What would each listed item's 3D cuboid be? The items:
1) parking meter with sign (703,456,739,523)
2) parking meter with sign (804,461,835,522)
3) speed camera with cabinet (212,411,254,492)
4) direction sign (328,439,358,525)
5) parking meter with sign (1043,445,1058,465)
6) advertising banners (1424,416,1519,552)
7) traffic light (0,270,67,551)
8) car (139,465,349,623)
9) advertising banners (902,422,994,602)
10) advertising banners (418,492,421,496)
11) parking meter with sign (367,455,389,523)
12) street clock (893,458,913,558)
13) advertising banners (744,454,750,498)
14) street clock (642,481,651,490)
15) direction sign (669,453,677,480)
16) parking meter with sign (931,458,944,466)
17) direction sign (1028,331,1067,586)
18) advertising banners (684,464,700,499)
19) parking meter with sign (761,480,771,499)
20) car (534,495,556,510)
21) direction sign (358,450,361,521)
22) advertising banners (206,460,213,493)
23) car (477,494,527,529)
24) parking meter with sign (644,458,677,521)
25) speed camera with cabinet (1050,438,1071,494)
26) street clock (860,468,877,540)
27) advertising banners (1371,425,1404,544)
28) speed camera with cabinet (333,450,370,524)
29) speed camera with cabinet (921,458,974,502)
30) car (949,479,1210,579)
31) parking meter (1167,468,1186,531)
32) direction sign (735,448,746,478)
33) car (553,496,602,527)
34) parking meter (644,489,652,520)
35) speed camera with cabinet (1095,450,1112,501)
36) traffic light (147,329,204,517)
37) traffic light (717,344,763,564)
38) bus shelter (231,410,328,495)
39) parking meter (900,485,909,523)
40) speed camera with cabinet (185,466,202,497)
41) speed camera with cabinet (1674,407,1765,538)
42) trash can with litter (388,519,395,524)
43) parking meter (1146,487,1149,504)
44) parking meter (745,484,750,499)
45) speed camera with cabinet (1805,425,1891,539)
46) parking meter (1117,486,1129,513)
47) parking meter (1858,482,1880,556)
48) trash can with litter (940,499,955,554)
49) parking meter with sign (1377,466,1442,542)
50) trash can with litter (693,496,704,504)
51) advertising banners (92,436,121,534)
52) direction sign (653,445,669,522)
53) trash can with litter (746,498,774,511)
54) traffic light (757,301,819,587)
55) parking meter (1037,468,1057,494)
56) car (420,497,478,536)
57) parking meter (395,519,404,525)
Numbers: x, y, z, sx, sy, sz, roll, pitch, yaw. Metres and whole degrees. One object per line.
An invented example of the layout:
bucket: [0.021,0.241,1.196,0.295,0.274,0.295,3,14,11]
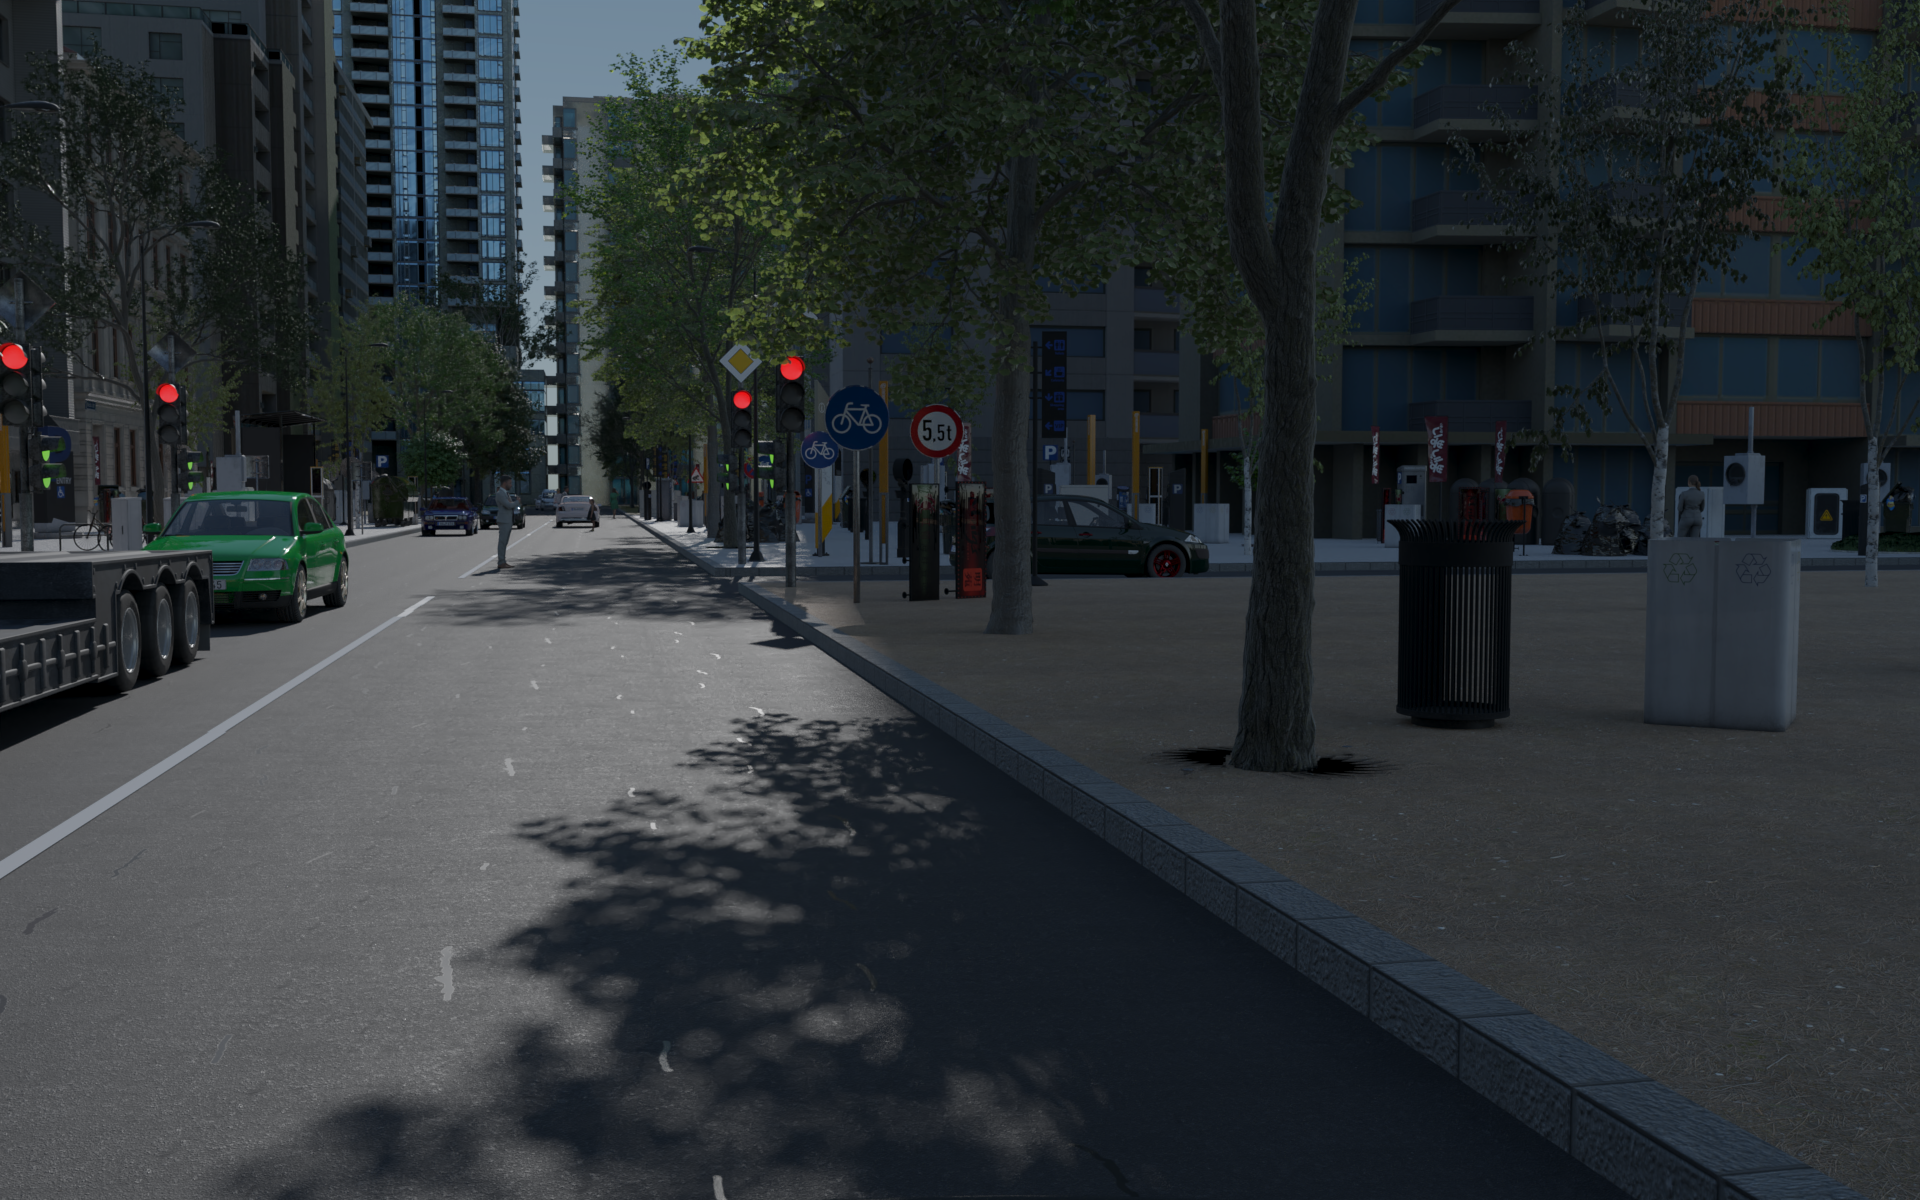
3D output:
parking meter with sign: [-10.717,-5.042,78.695,1.738,3.016,0.543,-2,4,-26]
parking meter with sign: [-6.505,-5.174,80.858,1.738,3.016,0.543,3,5,44]
speed camera with cabinet: [-17.478,-2.901,41.760,0.660,3.252,2.038,-1,4,-14]
direction sign: [-25.566,-4.878,71.759,0.876,3.537,0.379,-2,4,-30]
parking meter with sign: [3.184,-3.934,60.576,0.543,3.016,1.738,0,4,1]
advertising banners: [11.375,-2.590,38.530,2.074,3.025,0.090,1,4,13]
traffic light: [-11.752,-2.010,21.778,0.839,4.253,0.868,-1,4,-12]
car: [-8.458,-0.718,20.538,1.959,1.807,4.718,-1,4,-10]
advertising banners: [0.111,-1.531,21.218,2.074,3.025,0.090,-3,5,-41]
advertising banners: [-30.981,-6.417,101.102,2.074,3.025,0.090,1,4,16]
parking meter with sign: [-25.939,-4.946,77.133,0.543,3.016,1.738,0,4,-2]
street clock: [-1.150,-1.855,34.902,0.358,2.002,0.471,2,4,26]
advertising banners: [-9.319,-4.868,75.778,0.090,3.025,2.074,0,4,-1]
street clock: [-17.662,-5.697,97.723,0.471,2.002,0.358,-3,5,-44]
direction sign: [-15.936,-6.301,95.017,0.876,3.537,0.379,0,4,7]
parking meter with sign: [-1.052,-4.917,76.661,0.543,3.016,1.738,0,4,4]
direction sign: [1.047,-1.968,24.170,0.876,3.537,0.379,0,4,-1]
advertising banners: [-15.578,-6.393,100.708,0.090,3.025,2.074,-2,4,-34]
parking meter with sign: [-10.415,-5.922,93.081,0.543,3.016,1.738,-1,4,-14]
car: [-37.211,-8.767,155.699,2.083,1.381,4.827,-1,4,-13]
direction sign: [-28.289,-5.454,81.172,0.379,3.537,0.876,-2,4,-34]
advertising banners: [-39.028,-5.741,90.048,0.090,3.025,2.074,-2,4,-33]
car: [-18.983,-3.799,71.905,2.009,1.686,4.222,-1,4,-12]
parking meter with sign: [-14.272,-5.335,83.488,1.738,3.016,0.543,0,4,7]
speed camera with cabinet: [2.936,-3.534,52.122,0.660,3.252,2.038,0,4,-1]
street clock: [-2.575,-2.691,48.572,0.471,2.002,0.358,0,4,1]
advertising banners: [11.083,-2.984,44.975,0.090,3.025,2.074,3,4,38]
speed camera with cabinet: [-26.400,-4.887,74.232,2.038,3.252,0.660,1,4,10]
speed camera with cabinet: [-0.161,-3.593,53.076,2.038,3.252,0.660,-1,4,-11]
car: [1.920,-1.113,27.981,4.222,1.686,2.009,-1,4,-11]
parking meter: [4.901,-2.055,39.306,0.399,1.863,0.255,0,4,-1]
direction sign: [-10.882,-5.742,85.876,0.379,3.537,0.876,-3,5,-43]
car: [-16.752,-3.886,75.898,2.083,1.381,4.827,-1,4,-12]
parking meter: [-15.421,-4.716,85.522,0.372,1.533,0.369,0,3,0]
speed camera with cabinet: [5.811,-5.138,78.345,2.038,3.252,0.660,1,4,18]
traffic light: [-13.408,-2.487,29.591,0.839,4.253,0.868,-1,4,-12]
traffic light: [-4.008,-2.610,31.591,0.839,4.253,0.868,-1,4,-12]
bus shelter: [-20.054,-3.670,51.290,1.731,3.624,6.357,-1,4,-12]
parking meter: [-1.218,-1.970,40.625,0.372,1.533,0.369,0,3,0]
speed camera with cabinet: [-31.653,-4.823,73.197,2.038,3.252,0.660,-1,4,-21]
speed camera with cabinet: [17.504,-2.790,39.946,0.660,3.252,2.038,-2,4,-25]
trash can with litter: [-23.883,-3.784,73.262,1.055,1.170,0.624,2,4,31]
parking meter: [6.479,-3.064,58.515,0.372,1.533,0.369,0,3,0]
parking meter: [-12.159,-5.709,99.056,0.255,1.863,0.399,-1,4,-9]
speed camera with cabinet: [25.106,-3.342,48.970,2.038,3.252,0.660,1,4,18]
parking meter: [4.857,-2.642,51.603,0.372,1.533,0.369,0,3,0]
parking meter: [18.892,-1.687,35.992,0.372,1.533,0.369,0,3,0]
trash can with litter: [0.017,-1.567,37.015,1.055,1.170,0.624,-3,5,-39]
parking meter with sign: [12.175,-3.089,46.768,1.738,3.016,0.543,0,4,-4]
trash can with litter: [-13.296,-4.577,86.220,1.055,1.170,0.624,-3,4,-38]
advertising banners: [-26.089,-3.472,52.962,0.090,3.025,2.074,0,4,-6]
direction sign: [-13.924,-5.370,79.791,0.379,3.537,0.876,-3,4,-38]
trash can with litter: [-6.080,-2.518,52.558,1.055,1.170,0.624,1,4,13]
traffic light: [-2.352,-2.132,23.779,0.839,4.253,0.868,-1,4,-12]
parking meter: [1.957,-2.047,39.179,0.399,1.863,0.255,-1,4,-22]
car: [-17.877,-2.944,60.716,1.945,1.354,3.894,-1,4,-12]
parking meter: [-23.107,-3.849,71.341,0.372,1.533,0.369,0,3,0]
